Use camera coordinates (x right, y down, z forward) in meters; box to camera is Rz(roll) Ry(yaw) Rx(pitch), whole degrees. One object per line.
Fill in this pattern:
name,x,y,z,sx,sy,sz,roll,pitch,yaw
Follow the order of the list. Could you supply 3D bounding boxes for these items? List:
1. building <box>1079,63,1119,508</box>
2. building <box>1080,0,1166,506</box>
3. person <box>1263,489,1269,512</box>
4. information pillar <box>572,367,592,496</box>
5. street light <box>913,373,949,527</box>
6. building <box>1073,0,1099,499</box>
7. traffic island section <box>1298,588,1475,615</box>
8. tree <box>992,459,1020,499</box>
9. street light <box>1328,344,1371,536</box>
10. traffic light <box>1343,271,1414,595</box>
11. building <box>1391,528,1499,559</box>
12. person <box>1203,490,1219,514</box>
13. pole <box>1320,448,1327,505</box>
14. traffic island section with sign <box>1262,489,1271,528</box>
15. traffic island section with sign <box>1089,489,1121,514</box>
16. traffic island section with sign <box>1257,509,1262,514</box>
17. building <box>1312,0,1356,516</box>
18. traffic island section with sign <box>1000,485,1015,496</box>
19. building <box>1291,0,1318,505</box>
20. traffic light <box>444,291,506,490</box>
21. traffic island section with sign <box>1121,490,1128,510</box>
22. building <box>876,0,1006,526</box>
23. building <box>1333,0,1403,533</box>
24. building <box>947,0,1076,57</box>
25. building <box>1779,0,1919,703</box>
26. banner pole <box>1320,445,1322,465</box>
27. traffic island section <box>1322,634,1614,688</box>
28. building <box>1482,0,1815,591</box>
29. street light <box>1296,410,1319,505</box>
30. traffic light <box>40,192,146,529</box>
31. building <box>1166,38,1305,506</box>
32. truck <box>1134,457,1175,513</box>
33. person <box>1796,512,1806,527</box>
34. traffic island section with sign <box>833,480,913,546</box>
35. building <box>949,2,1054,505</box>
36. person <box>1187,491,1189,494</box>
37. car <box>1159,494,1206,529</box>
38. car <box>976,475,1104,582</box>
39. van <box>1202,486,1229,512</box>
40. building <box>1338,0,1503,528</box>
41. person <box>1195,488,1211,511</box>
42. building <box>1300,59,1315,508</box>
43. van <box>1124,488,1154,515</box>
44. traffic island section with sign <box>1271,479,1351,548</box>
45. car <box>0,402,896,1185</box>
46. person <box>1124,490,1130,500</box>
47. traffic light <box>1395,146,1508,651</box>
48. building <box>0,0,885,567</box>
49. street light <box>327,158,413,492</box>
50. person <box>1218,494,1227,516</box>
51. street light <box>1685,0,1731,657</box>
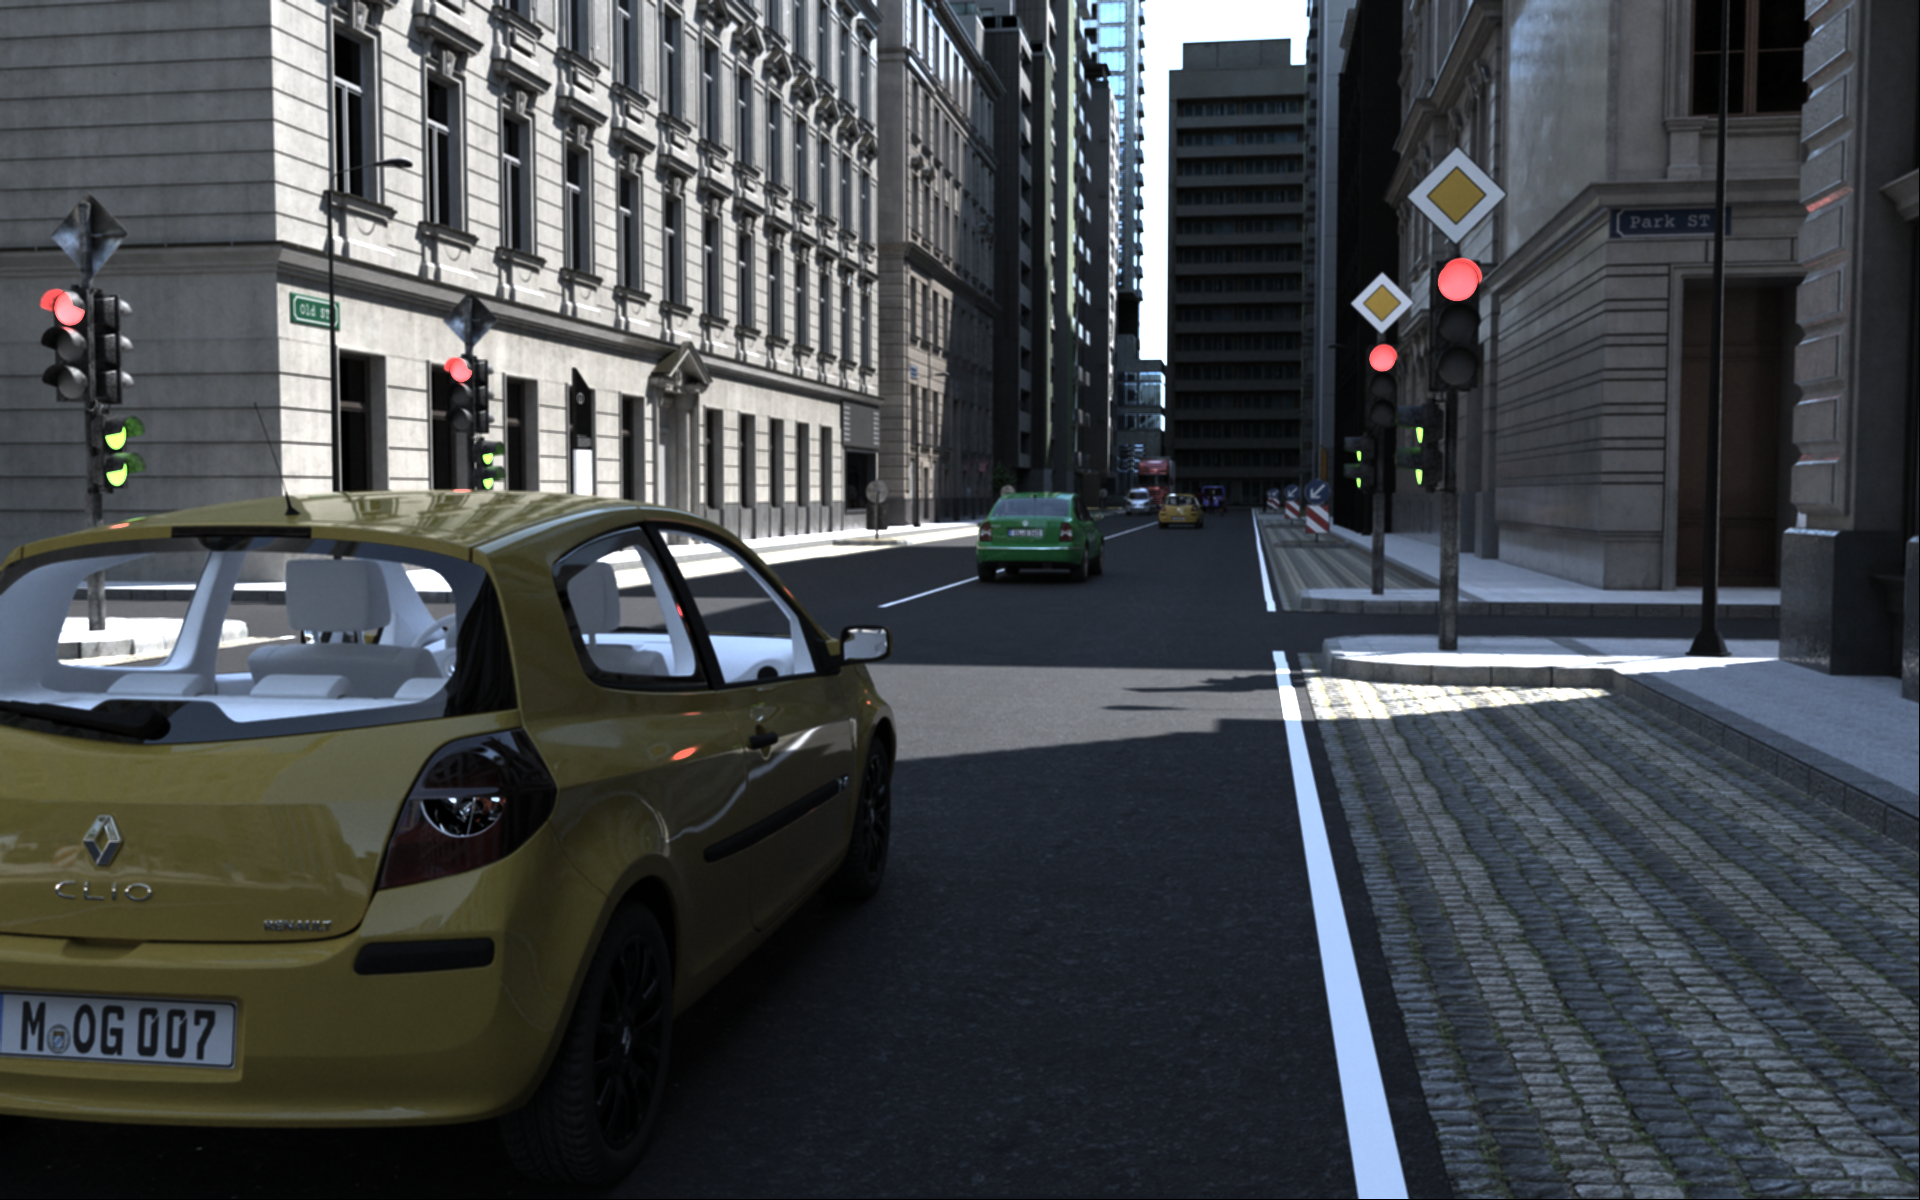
building,8.135,-29.632,168.083,14.086,41.232,14.154,1,4,9
building,7.432,-53.793,192.179,31.000,86.520,22.319,1,4,9
person,22.591,-7.318,128.166,0.705,1.821,1.348,0,4,-5
information pillar,-7.054,-2.506,32.333,0.183,3.616,0.504,2,4,23
street light,-1.108,-5.748,66.517,1.470,5.913,1.316,1,4,9
building,-1.085,-31.989,142.636,23.786,49.044,30.456,1,4,9
traffic island section,5.359,0.009,22.141,2.009,0.180,2.903,1,4,9
tree,2.220,-6.255,96.870,1.663,3.219,1.824,0,3,0
street light,12.091,-4.964,53.709,1.470,5.913,1.316,1,4,9
traffic light,5.321,-2.025,22.034,0.839,4.253,0.868,1,4,9
building,18.280,-15.653,43.312,14.401,28.519,23.554,1,4,9
person,17.802,-6.944,122.559,1.217,1.766,0.721,0,4,-2
pole,16.064,-5.073,76.794,0.158,3.312,0.155,0,3,0
traffic island section with sign,13.911,-3.947,73.162,1.989,1.847,2.006,1,4,9
traffic island section with sign,10.338,-7.095,124.627,1.989,1.847,2.006,1,4,9
traffic island section with sign,22.172,-6.965,122.503,1.989,1.847,2.006,1,4,9
building,33.413,-34.737,109.954,21.231,58.520,28.212,1,4,9
traffic island section with sign,2.071,-4.076,75.274,1.989,1.847,2.006,1,4,9
building,39.110,-31.770,139.047,23.786,49.044,30.456,1,4,9
traffic light,-6.775,-2.148,24.035,0.839,4.253,0.868,1,4,9
traffic island section with sign,14.902,-8.758,151.827,1.989,1.847,2.006,1,4,9
building,-5.729,-17.337,80.717,12.463,27.353,25.104,1,4,9
building,20.394,-14.273,63.047,12.332,23.373,15.834,1,4,9
building,0.297,-26.694,120.039,14.154,41.232,14.086,1,4,9
building,9.550,-10.640,2.842,11.050,23.489,19.941,1,4,9
banner pole,18.386,-5.989,87.936,0.401,3.779,0.863,2,4,28
traffic island section,4.041,0.490,14.265,2.009,0.180,2.903,1,4,9
building,18.999,-11.592,25.679,21.152,22.565,11.583,1,4,9
street light,19.273,-7.545,95.896,1.470,5.913,1.316,1,4,9
traffic light,-8.094,-1.666,16.159,0.839,4.253,0.868,1,4,9
building,33.595,-34.553,188.649,21.600,48.544,21.300,1,4,9
truck,15.001,-8.770,132.307,2.839,4.237,11.283,1,4,9
person,9.597,-0.508,19.408,0.503,1.515,0.523,2,4,28
traffic island section with sign,-2.385,-2.445,48.606,1.989,1.847,2.006,1,4,9
building,-2.036,-20.476,106.491,14.160,30.474,14.107,1,4,9
person,23.088,-10.223,176.184,0.617,1.759,0.750,-2,4,-31
car,9.370,-3.854,73.238,2.015,1.641,3.980,1,4,11
car,1.434,-1.277,29.674,1.959,1.807,4.718,1,4,10
van,20.320,-8.195,138.373,2.240,2.365,5.245,1,4,10
building,25.407,-18.028,82.154,14.401,28.519,23.554,1,4,9
person,14.498,-5.885,104.683,1.348,1.831,0.705,1,4,21
building,39.171,-29.275,162.239,14.154,41.232,14.086,1,4,9
van,12.141,-6.760,117.531,2.013,2.044,4.112,0,4,8
traffic island section with sign,9.433,-2.310,46.402,1.989,1.847,2.006,1,4,9
car,-1.297,0.312,5.117,2.015,1.641,3.980,1,4,9
person,13.398,-7.893,138.255,0.721,1.736,1.217,3,4,37
traffic light,4.003,-1.544,14.158,0.839,4.253,0.868,1,4,9
building,-13.992,-16.518,46.480,17.030,29.872,44.131,1,4,9
street light,-8.246,-3.158,24.170,1.470,5.913,1.316,1,4,9
person,17.230,-6.223,113.486,0.421,1.427,0.697,-2,4,-26
street light,5.434,-2.519,13.722,1.470,5.913,1.316,1,4,9
